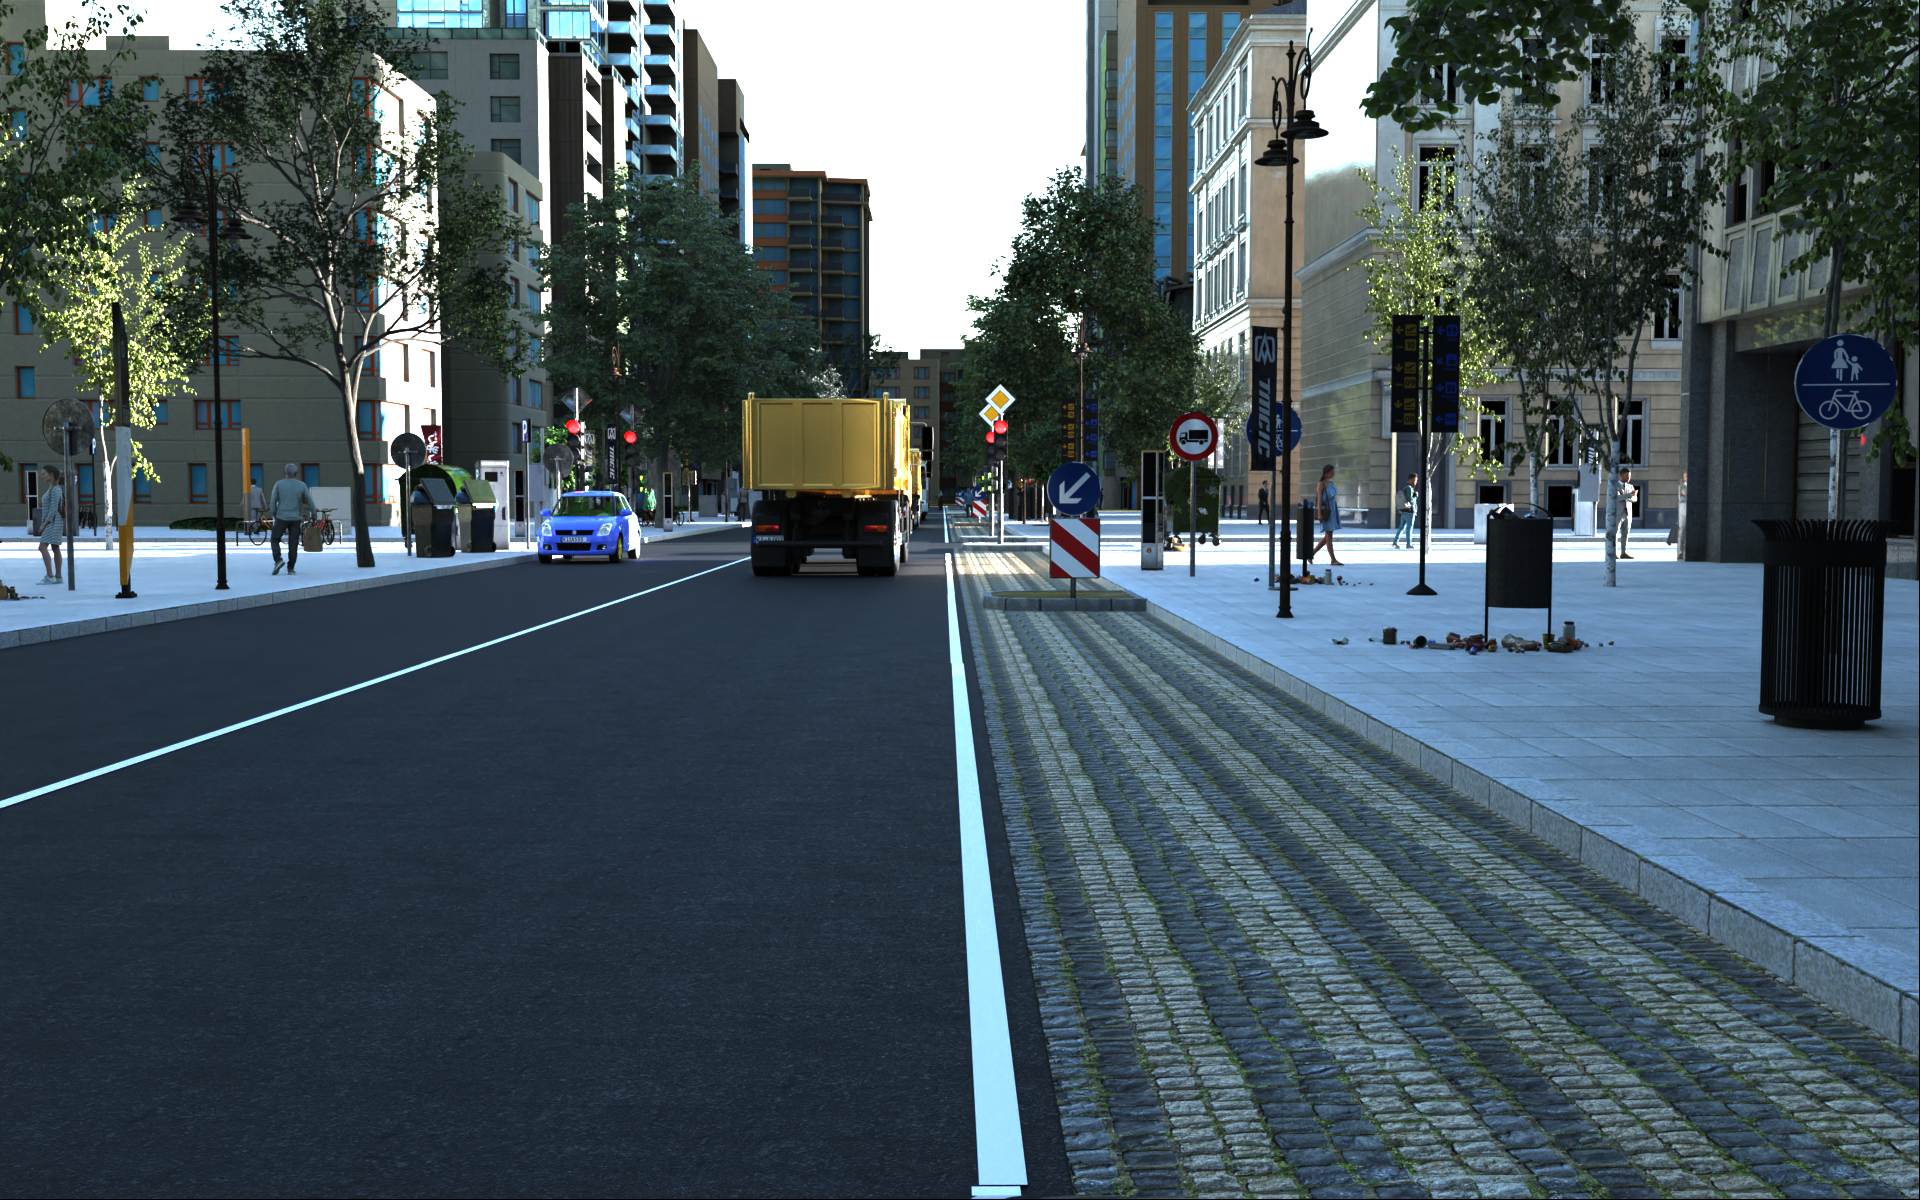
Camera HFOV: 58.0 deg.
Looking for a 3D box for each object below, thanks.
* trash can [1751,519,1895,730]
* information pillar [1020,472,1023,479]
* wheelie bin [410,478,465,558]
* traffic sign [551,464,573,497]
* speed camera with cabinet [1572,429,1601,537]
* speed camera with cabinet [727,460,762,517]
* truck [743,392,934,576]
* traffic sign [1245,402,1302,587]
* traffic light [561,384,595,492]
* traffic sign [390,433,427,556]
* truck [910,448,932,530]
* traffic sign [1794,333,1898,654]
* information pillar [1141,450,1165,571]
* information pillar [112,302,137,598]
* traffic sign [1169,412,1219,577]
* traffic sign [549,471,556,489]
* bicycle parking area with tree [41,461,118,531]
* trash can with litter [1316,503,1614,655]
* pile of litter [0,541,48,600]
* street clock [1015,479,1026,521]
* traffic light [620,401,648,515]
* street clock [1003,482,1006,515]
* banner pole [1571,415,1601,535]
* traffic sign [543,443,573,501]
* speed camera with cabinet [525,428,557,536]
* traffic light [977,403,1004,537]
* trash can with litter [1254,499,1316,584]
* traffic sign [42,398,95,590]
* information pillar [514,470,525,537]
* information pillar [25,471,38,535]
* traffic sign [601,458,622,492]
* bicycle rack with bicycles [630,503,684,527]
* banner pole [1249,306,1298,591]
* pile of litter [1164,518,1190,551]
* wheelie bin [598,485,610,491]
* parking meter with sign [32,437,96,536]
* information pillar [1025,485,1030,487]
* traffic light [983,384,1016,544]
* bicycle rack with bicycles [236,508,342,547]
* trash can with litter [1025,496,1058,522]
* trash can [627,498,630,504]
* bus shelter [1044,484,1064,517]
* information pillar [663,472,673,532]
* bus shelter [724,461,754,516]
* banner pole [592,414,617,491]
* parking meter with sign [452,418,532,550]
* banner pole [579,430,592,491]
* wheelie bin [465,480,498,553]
[{"bbox_3d":[4.778,0.125,9.602,0.748,1.137,0.748,0,3,0],"label":"trash can"},{"bbox_3d":[3.166,-6.220,93.046,0.504,3.616,0.183,-1,4,-19],"label":"information pillar"},{"bbox_3d":[-10.704,-1.663,35.095,0.693,1.594,0.980,2,4,28],"label":"wheelie bin"},{"bbox_3d":[-12.637,-3.349,54.862,0.768,2.556,0.104,0,4,8],"label":"traffic sign"},{"bbox_3d":[18.981,-3.559,52.534,0.660,3.252,2.038,1,4,14],"label":"speed camera with cabinet"},{"bbox_3d":[-12.078,-6.257,96.637,2.038,3.252,0.660,-1,4,-11],"label":"speed camera with cabinet"},{"bbox_3d":[-2.340,-2.326,33.955,3.469,3.379,9.791,0,4,1],"label":"truck"},{"bbox_3d":[4.319,-1.456,23.920,0.768,2.556,0.104,0,4,8],"label":"traffic sign"},{"bbox_3d":[-9.750,-3.377,44.140,0.839,4.253,0.868,0,4,-1],"label":"traffic light"},{"bbox_3d":[-11.422,-2.187,35.862,0.768,2.556,0.104,0,4,3],"label":"traffic sign"},{"bbox_3d":[-2.997,-4.684,72.509,3.469,3.379,9.791,0,4,1],"label":"truck"},{"bbox_3d":[7.036,-0.840,13.843,0.768,2.556,0.104,1,4,9],"label":"traffic sign"},{"bbox_3d":[3.242,-1.509,29.160,0.304,2.012,0.304,2,4,28],"label":"information pillar"},{"bbox_3d":[-10.347,-1.839,21.422,0.183,3.616,0.504,-1,4,-15],"label":"information pillar"},{"bbox_3d":[3.620,-1.638,26.888,0.768,2.556,0.104,0,4,1],"label":"traffic sign"},{"bbox_3d":[-13.372,-3.475,56.915,0.768,2.556,0.104,1,4,9],"label":"traffic sign"},{"bbox_3d":[-33.869,-4.489,60.401,8.231,4.147,9.016,-1,4,-23],"label":"bicycle parking area with tree"},{"bbox_3d":[4.307,-0.216,14.587,2.233,1.210,1.678,1,4,23],"label":"trash can with litter"},{"bbox_3d":[-12.101,-0.434,21.069,1.719,0.858,1.176,1,4,13],"label":"pile of litter"},{"bbox_3d":[2.853,-4.719,81.730,0.471,2.002,0.358,1,4,21],"label":"street clock"},{"bbox_3d":[-9.830,-3.866,52.125,0.839,4.253,0.868,0,4,-1],"label":"traffic light"},{"bbox_3d":[2.538,-6.088,104.110,0.471,2.002,0.358,0,4,-1],"label":"street clock"},{"bbox_3d":[19.774,-3.954,54.670,0.863,3.779,0.401,2,4,27],"label":"banner pole"},{"bbox_3d":[-10.060,-2.646,43.360,0.768,2.556,0.104,0,4,2],"label":"traffic sign"},{"bbox_3d":[-12.671,-3.560,52.549,0.660,3.252,2.038,0,4,0],"label":"speed camera with cabinet"},{"bbox_3d":[0.931,-3.873,52.247,0.839,4.253,0.868,0,4,-1],"label":"traffic light"},{"bbox_3d":[5.156,-0.874,25.340,1.678,1.210,2.233,1,4,11],"label":"trash can with litter"},{"bbox_3d":[-11.854,-1.402,23.032,0.768,2.556,0.104,1,4,9],"label":"traffic sign"},{"bbox_3d":[-13.212,-2.904,51.971,0.304,2.012,0.304,-1,4,-14],"label":"information pillar"},{"bbox_3d":[-29.329,-3.074,54.751,0.304,2.012,0.304,-3,4,-37],"label":"information pillar"},{"bbox_3d":[-12.058,-3.657,59.904,0.768,2.556,0.104,1,4,8],"label":"traffic sign"},{"bbox_3d":[-12.285,-3.423,69.345,2.925,0.926,2.852,-3,5,-44],"label":"bicycle rack with bicycles"},{"bbox_3d":[4.137,-2.012,22.921,0.863,3.779,0.401,-2,4,-35],"label":"banner pole"},{"bbox_3d":[4.765,-1.569,39.620,1.176,0.858,1.719,1,4,16],"label":"pile of litter"},{"bbox_3d":[-12.625,-3.264,61.271,0.693,1.594,0.980,0,4,-8],"label":"wheelie bin"},{"bbox_3d":[-27.237,-3.449,52.652,1.738,3.016,0.543,-1,4,-15],"label":"parking meter with sign"},{"bbox_3d":[3.821,-5.789,99.150,0.304,2.012,0.304,2,4,35],"label":"information pillar"},{"bbox_3d":[1.010,-3.385,44.263,0.839,4.253,0.868,0,4,-1],"label":"traffic light"},{"bbox_3d":[-16.633,-1.843,43.512,2.852,0.926,2.925,1,4,12],"label":"bicycle rack with bicycles"},{"bbox_3d":[4.060,-4.561,85.623,2.233,1.210,1.678,0,4,-6],"label":"trash can with litter"},{"bbox_3d":[-13.932,-3.649,71.309,0.748,1.137,0.748,0,3,0],"label":"trash can"},{"bbox_3d":[5.450,-6.561,98.560,1.731,3.624,6.357,0,4,-1],"label":"bus shelter"},{"bbox_3d":[-9.961,-3.336,59.030,0.304,2.012,0.304,-1,4,-14],"label":"information pillar"},{"bbox_3d":[-12.808,-6.701,103.487,2.014,3.302,5.546,0,4,-1],"label":"bus shelter"},{"bbox_3d":[-10.991,-3.927,54.222,0.401,3.779,0.863,2,4,28],"label":"banner pole"},{"bbox_3d":[-10.762,-2.662,39.779,1.738,3.016,0.543,-2,4,-28],"label":"parking meter with sign"},{"bbox_3d":[-12.793,-4.236,59.278,0.401,3.779,0.863,3,5,44],"label":"banner pole"},{"bbox_3d":[-10.661,-1.845,38.072,0.693,1.594,0.980,3,5,41],"label":"wheelie bin"}]
